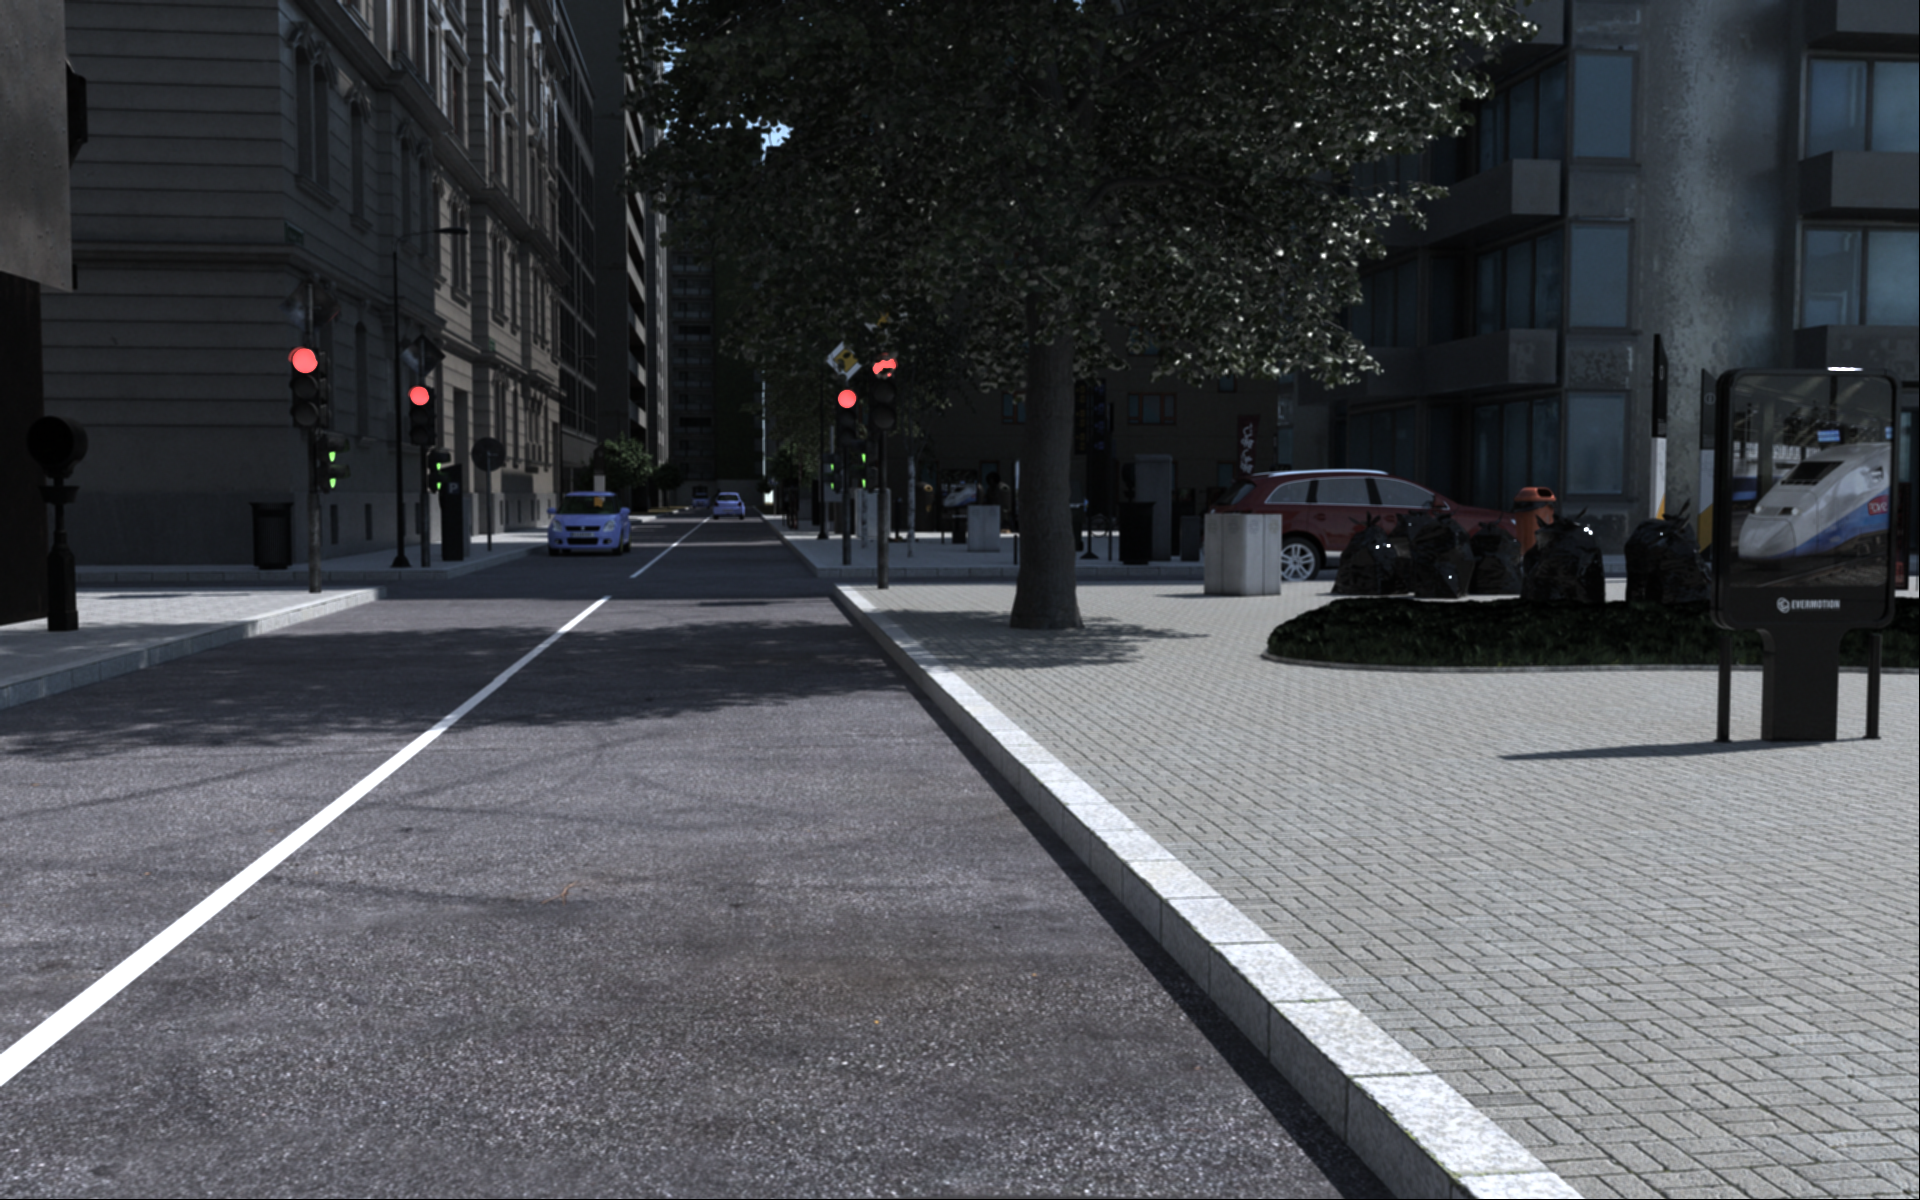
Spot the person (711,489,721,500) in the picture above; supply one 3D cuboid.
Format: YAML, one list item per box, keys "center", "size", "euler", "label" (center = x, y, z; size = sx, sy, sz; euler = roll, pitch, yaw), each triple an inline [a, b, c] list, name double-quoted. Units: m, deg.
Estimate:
- center: [-20.944, -8.697, 150.321]
  size: [1.348, 1.869, 0.705]
  euler: [1, 4, 20]
  label: "person"

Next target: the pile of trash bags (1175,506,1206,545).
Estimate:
- center: [6.400, -2.148, 44.867]
  size: [1.912, 1.369, 3.447]
  euler: [2, 4, 31]
  label: "pile of trash bags"

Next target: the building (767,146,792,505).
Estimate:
- center: [-15.333, -31.446, 197.740]
  size: [14.086, 41.232, 14.154]
  euler: [0, 4, -7]
  label: "building"

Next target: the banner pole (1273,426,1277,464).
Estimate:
- center: [11.529, -4.479, 63.242]
  size: [0.401, 3.779, 0.863]
  euler: [2, 4, 24]
  label: "banner pole"

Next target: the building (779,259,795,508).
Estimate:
- center: [-0.007, -17.952, 138.556]
  size: [27.650, 21.520, 28.899]
  euler: [0, 4, -7]
  label: "building"

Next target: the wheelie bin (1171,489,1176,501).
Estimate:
- center: [7.024, -3.161, 59.587]
  size: [0.693, 1.594, 0.980]
  euler: [-1, 4, -17]
  label: "wheelie bin"

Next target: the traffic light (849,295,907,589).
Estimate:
- center: [-1.062, -2.105, 23.334]
  size: [0.839, 4.253, 0.868]
  euler: [0, 4, -7]
  label: "traffic light"

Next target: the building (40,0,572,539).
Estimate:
- center: [-22.293, -16.929, 64.186]
  size: [14.401, 28.519, 23.554]
  euler: [0, 4, -7]
  label: "building"

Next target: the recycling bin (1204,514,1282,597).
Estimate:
- center: [3.601, -0.581, 22.061]
  size: [0.722, 1.027, 0.722]
  euler: [-3, 4, -37]
  label: "recycling bin"

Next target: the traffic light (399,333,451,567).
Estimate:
- center: [-9.370, -2.532, 30.314]
  size: [0.839, 4.253, 0.868]
  euler: [0, 4, -7]
  label: "traffic light"

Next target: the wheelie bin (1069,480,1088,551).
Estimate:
- center: [2.374, -1.896, 38.910]
  size: [0.980, 1.594, 0.693]
  euler: [-1, 4, -11]
  label: "wheelie bin"

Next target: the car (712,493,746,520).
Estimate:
- center: [-13.107, -5.422, 98.236]
  size: [1.945, 1.707, 3.694]
  euler: [0, 4, -6]
  label: "car"

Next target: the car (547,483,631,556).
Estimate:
- center: [-8.817, -1.941, 41.326]
  size: [1.945, 1.707, 3.694]
  euler: [0, 4, -6]
  label: "car"

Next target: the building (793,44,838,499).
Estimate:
- center: [-4.075, -21.028, 115.504]
  size: [14.160, 30.474, 14.107]
  euler: [0, 4, -7]
  label: "building"

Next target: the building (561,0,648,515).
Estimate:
- center: [-32.059, -29.952, 113.419]
  size: [21.300, 48.544, 21.600]
  euler: [0, 4, -7]
  label: "building"

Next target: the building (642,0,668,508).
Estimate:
- center: [-39.076, -44.511, 166.003]
  size: [20.611, 71.187, 20.563]
  euler: [0, 4, -7]
  label: "building"

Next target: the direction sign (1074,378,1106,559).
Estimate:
- center: [2.567, -2.584, 34.238]
  size: [0.379, 3.537, 0.876]
  euler: [-3, 4, -39]
  label: "direction sign"

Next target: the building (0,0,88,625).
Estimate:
- center: [-17.116, -8.799, 11.320]
  size: [16.811, 18.784, 16.820]
  euler: [0, 4, -7]
  label: "building"

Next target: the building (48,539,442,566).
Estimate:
- center: [-19.625, -15.501, 40.825]
  size: [14.401, 28.519, 23.554]
  euler: [0, 4, -7]
  label: "building"

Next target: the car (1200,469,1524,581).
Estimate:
- center: [6.507, -1.154, 27.542]
  size: [5.304, 1.827, 2.281]
  euler: [0, 4, -6]
  label: "car"

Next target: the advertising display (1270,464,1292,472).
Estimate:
- center: [6.887, -1.958, 37.233]
  size: [0.123, 1.923, 0.974]
  euler: [2, 4, 32]
  label: "advertising display"

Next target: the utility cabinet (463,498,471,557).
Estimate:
- center: [-10.193, -1.491, 35.533]
  size: [0.306, 1.237, 1.020]
  euler: [-1, 4, -13]
  label: "utility cabinet"

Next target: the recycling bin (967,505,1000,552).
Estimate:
- center: [0.525, -1.593, 38.598]
  size: [0.722, 1.027, 0.722]
  euler: [0, 4, 0]
  label: "recycling bin"

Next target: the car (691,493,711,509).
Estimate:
- center: [-25.614, -9.892, 171.331]
  size: [1.945, 1.707, 3.694]
  euler: [0, 4, -7]
  label: "car"

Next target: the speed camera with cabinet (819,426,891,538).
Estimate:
- center: [-3.081, -3.441, 50.604]
  size: [2.038, 3.252, 0.660]
  euler: [-1, 4, -11]
  label: "speed camera with cabinet"

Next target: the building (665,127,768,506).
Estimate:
- center: [-29.324, -31.347, 196.109]
  size: [14.086, 41.232, 14.154]
  euler: [0, 4, -7]
  label: "building"

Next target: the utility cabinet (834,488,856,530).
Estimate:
- center: [-3.882, -3.168, 60.476]
  size: [0.318, 1.500, 1.173]
  euler: [3, 5, 43]
  label: "utility cabinet"

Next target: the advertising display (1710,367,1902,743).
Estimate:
- center: [4.375, -0.230, 8.978]
  size: [0.974, 1.923, 0.123]
  euler: [-1, 4, -9]
  label: "advertising display"

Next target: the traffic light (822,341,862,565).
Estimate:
- center: [-2.069, -2.589, 31.256]
  size: [0.839, 4.253, 0.868]
  euler: [0, 4, -7]
  label: "traffic light"

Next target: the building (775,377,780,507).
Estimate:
- center: [-3.761, -19.731, 167.637]
  size: [27.650, 21.520, 28.899]
  euler: [0, 4, -7]
  label: "building"

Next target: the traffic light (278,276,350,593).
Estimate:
- center: [-8.362, -2.047, 22.393]
  size: [0.839, 4.253, 0.868]
  euler: [0, 4, -7]
  label: "traffic light"

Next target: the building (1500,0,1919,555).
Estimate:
- center: [24.018, -26.067, 45.811]
  size: [30.456, 49.044, 23.786]
  euler: [0, 4, -7]
  label: "building"

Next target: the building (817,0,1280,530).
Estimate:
- center: [8.040, -14.228, 77.670]
  size: [27.650, 21.520, 28.899]
  euler: [0, 4, -7]
  label: "building"

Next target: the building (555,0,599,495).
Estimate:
- center: [-26.559, -18.011, 87.988]
  size: [14.314, 27.812, 24.014]
  euler: [0, 4, -7]
  label: "building"

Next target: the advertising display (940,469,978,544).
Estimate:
- center: [-0.018, -2.414, 44.689]
  size: [0.974, 1.923, 0.123]
  euler: [0, 4, 4]
  label: "advertising display"

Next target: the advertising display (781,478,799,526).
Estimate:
- center: [-6.903, -3.986, 70.377]
  size: [0.123, 1.923, 0.974]
  euler: [2, 4, 34]
  label: "advertising display"

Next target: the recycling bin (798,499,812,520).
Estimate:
- center: [-7.691, -4.471, 85.663]
  size: [0.722, 1.027, 0.722]
  euler: [-1, 4, -9]
  label: "recycling bin"

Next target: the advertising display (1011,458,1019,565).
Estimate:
- center: [1.391, -1.611, 31.547]
  size: [0.974, 1.923, 0.123]
  euler: [-2, 4, -25]
  label: "advertising display"

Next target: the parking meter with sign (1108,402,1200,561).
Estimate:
- center: [3.703, -2.251, 33.071]
  size: [1.738, 3.016, 0.543]
  euler: [0, 4, 2]
  label: "parking meter with sign"

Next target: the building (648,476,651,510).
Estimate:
- center: [-41.187, -27.155, 135.872]
  size: [32.217, 40.220, 23.993]
  euler: [0, 4, -7]
  label: "building"
